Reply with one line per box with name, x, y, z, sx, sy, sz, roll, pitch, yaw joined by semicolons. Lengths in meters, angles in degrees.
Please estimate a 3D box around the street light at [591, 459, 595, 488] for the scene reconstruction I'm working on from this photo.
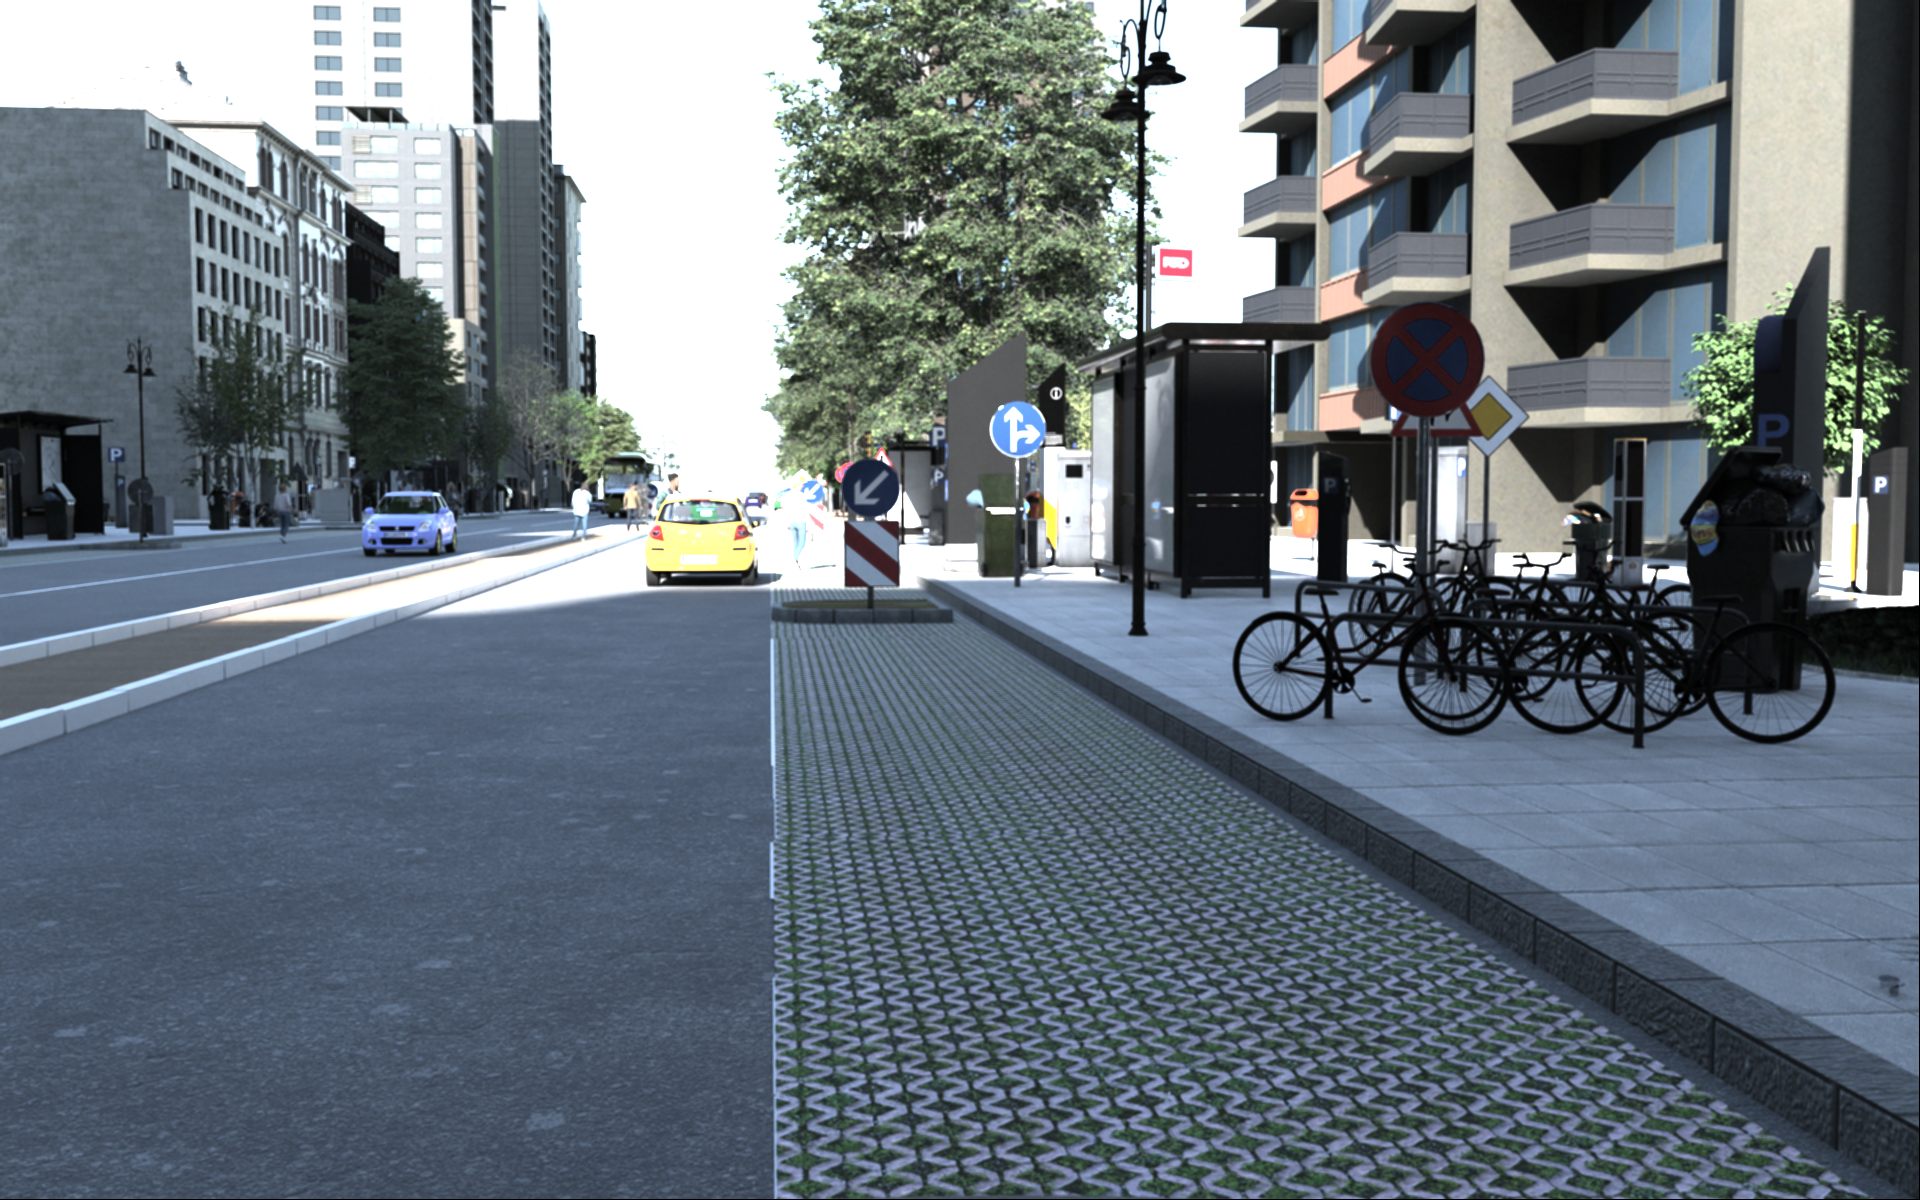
street light;-38.572;-12.821;182.405;0.468;5.910;1.993;0;4;-6

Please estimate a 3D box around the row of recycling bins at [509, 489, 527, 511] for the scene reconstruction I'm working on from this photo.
row of recycling bins;-35.879;-7.853;135.512;3.534;1.692;1.069;1;4;20

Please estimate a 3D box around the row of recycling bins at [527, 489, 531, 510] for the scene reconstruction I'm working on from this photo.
row of recycling bins;-35.831;-8.059;138.870;1.069;1.692;3.534;2;4;29

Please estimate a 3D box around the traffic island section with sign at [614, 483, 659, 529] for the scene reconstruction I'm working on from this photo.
traffic island section with sign;-13.145;-3.854;71.145;2.006;1.907;1.989;0;4;-6

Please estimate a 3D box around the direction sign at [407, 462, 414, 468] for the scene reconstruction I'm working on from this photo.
direction sign;-38.621;-7.895;121.085;0.876;3.537;0.379;-1;4;-12

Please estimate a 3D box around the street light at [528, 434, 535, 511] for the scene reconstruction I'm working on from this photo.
street light;-33.202;-9.866;134.094;0.468;5.910;1.993;0;4;-6

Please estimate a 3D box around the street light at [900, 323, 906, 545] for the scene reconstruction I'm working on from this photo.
street light;-1.445;-4.323;43.470;0.468;5.910;1.993;0;4;-6

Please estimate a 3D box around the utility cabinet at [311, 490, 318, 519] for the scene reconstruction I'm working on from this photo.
utility cabinet;-32.641;-4.835;87.731;0.318;1.500;1.173;-2;4;-29

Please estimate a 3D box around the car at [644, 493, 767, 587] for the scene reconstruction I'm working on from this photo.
car;-4.173;-1.107;28.329;2.015;1.641;3.980;0;4;-6

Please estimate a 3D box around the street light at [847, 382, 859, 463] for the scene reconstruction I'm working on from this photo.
street light;-4.430;-6.030;71.375;0.468;5.910;1.993;0;4;-6

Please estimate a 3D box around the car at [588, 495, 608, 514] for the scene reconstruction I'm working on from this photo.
car;-26.146;-6.824;124.145;1.945;1.354;3.894;0;4;-4

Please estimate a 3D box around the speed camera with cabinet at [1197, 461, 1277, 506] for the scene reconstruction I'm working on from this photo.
speed camera with cabinet;7.353;-3.159;45.983;2.038;3.252;0.660;-1;4;-14

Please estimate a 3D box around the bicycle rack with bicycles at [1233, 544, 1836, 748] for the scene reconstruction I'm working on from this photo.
bicycle rack with bicycles;3.383;0.221;9.772;2.925;0.926;2.852;3;5;42

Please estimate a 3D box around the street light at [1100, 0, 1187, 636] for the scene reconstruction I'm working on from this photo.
street light;1.621;-2.617;15.574;0.468;5.910;1.993;0;4;-6

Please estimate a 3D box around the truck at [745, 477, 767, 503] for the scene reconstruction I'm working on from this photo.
truck;-30.868;-16.638;261.793;2.967;4.110;18.799;0;4;-4

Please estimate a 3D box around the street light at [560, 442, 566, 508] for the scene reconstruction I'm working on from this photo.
street light;-35.427;-11.112;154.476;0.468;5.910;1.993;0;4;-6

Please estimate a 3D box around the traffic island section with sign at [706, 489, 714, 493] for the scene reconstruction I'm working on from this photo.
traffic island section with sign;-22.121;-8.873;153.203;2.006;1.907;1.989;0;4;-6

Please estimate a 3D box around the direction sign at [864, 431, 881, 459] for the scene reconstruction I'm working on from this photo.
direction sign;-3.105;-4.304;62.367;0.876;3.537;0.379;-3;5;-44

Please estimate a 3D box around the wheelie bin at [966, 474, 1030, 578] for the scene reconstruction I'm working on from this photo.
wheelie bin;0.563;-1.155;26.789;0.980;1.594;0.693;-1;4;-15

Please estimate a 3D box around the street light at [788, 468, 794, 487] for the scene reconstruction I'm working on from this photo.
street light;-27.714;-19.033;283.969;0.468;5.910;1.993;0;4;-6

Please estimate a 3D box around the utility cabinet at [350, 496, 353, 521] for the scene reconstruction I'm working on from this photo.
utility cabinet;-29.030;-4.348;82.250;0.306;1.237;1.020;-1;4;-15

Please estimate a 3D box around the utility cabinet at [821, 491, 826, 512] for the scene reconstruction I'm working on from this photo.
utility cabinet;-9.625;-6.931;122.005;0.318;1.500;1.173;-1;4;-9

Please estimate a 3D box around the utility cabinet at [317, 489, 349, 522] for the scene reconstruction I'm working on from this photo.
utility cabinet;-28.312;-4.262;78.363;1.173;1.500;0.318;-1;4;-17

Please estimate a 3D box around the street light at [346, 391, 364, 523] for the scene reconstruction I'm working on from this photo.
street light;-27.069;-6.409;77.576;0.468;5.910;1.993;0;4;-6

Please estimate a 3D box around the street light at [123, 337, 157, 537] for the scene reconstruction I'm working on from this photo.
street light;-24.139;-4.790;51.111;0.468;5.910;1.993;0;4;-6

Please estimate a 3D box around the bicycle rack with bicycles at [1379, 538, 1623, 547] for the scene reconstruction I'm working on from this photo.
bicycle rack with bicycles;3.871;0.002;13.342;2.852;0.926;2.925;-1;4;-21

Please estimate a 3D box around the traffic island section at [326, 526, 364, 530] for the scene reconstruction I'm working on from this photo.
traffic island section;-24.131;-2.901;69.712;2.009;0.180;2.903;0;4;-6

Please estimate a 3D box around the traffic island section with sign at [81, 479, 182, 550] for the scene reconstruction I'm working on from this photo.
traffic island section with sign;-21.441;-2.225;45.001;1.989;1.847;2.006;0;4;-6

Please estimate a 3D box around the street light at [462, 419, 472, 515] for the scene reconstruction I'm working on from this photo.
street light;-30.255;-8.159;106.185;0.468;5.910;1.993;0;4;-6

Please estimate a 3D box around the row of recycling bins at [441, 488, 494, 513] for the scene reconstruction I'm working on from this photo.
row of recycling bins;-32.884;-6.639;115.658;3.534;1.692;1.069;-3;4;-38

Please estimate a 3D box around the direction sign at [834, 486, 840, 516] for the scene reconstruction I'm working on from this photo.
direction sign;-7.303;-6.776;102.776;0.379;3.537;0.876;1;4;17

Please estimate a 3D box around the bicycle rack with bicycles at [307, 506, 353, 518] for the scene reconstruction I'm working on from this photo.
bicycle rack with bicycles;-34.408;-4.981;94.821;2.925;0.926;2.852;-1;4;-23

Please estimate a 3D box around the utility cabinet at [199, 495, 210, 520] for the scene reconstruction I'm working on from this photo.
utility cabinet;-37.652;-4.612;86.563;1.020;1.237;0.306;3;5;45

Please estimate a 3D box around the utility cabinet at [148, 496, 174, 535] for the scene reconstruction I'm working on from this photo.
utility cabinet;-25.009;-2.633;54.209;1.020;1.237;0.306;3;4;37

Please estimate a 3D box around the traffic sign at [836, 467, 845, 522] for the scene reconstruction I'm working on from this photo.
traffic sign;-5.288;-4.828;79.038;0.768;2.556;0.104;0;4;-2

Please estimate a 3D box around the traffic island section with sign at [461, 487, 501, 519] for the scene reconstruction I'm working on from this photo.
traffic island section with sign;-27.326;-5.519;98.864;1.989;1.847;2.006;0;4;-6

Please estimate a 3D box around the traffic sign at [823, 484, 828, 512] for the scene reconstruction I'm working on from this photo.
traffic sign;-9.453;-7.519;122.945;0.884;2.594;0.081;0;4;-2

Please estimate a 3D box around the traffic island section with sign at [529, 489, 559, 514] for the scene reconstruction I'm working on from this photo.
traffic island section with sign;-30.338;-7.199;126.325;1.989;1.847;2.006;0;4;-6

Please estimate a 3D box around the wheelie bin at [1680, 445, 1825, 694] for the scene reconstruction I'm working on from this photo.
wheelie bin;5.226;-0.213;11.397;0.980;1.594;0.693;-3;4;-38

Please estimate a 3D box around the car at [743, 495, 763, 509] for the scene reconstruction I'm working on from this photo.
car;-20.107;-9.514;168.129;1.945;1.354;3.894;0;4;-8

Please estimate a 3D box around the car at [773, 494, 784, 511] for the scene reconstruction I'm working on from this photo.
car;-14.552;-8.246;143.614;1.959;1.807;4.718;0;4;-5

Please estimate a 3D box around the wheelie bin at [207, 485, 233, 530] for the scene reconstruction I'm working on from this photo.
wheelie bin;-26.472;-3.308;62.000;0.693;1.594;0.980;0;4;0

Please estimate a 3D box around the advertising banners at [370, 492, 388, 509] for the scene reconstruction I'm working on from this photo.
advertising banners;-40.945;-7.775;123.314;2.074;3.025;0.090;-3;4;-38

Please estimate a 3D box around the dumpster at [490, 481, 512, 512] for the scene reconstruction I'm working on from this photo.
dumpster;-33.549;-7.573;126.304;1.502;2.255;1.985;0;4;-6

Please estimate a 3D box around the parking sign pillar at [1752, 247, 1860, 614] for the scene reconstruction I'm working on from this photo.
parking sign pillar;8.899;-1.842;18.588;1.447;3.967;1.447;3;5;39

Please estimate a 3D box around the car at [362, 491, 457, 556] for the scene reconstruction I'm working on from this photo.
car;-13.068;-1.932;41.185;1.945;1.707;3.694;0;4;-8

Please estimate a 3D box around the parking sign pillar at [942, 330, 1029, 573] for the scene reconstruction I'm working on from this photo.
parking sign pillar;0.416;-2.452;28.555;1.447;3.967;1.447;0;4;-7

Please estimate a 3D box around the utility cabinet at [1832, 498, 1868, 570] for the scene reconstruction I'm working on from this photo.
utility cabinet;15.317;-1.121;29.488;0.306;1.237;1.020;-1;4;-9

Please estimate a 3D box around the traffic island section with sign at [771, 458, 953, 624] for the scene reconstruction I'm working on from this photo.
traffic island section with sign;-1.174;-0.693;19.952;1.989;1.847;2.006;0;4;-6

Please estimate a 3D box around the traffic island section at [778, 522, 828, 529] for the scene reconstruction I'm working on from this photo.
traffic island section;-6.494;-3.018;71.629;2.009;0.180;2.903;0;4;-6

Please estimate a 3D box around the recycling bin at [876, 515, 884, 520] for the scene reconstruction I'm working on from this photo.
recycling bin;-4.160;-4.512;86.329;0.722;1.027;0.722;-1;4;-12

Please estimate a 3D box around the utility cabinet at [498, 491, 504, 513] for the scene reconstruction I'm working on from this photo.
utility cabinet;-31.302;-6.691;118.083;0.318;1.500;1.173;-1;4;-13

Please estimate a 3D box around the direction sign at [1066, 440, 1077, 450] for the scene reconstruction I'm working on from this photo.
direction sign;4.509;-4.952;72.968;0.876;3.537;0.379;-1;4;-14

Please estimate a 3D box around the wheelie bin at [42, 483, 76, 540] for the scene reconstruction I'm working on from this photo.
wheelie bin;-25.099;-2.466;48.226;0.693;1.594;0.980;0;4;-5

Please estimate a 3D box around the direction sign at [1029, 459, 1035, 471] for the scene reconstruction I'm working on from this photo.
direction sign;4.370;-7.193;109.600;0.876;3.537;0.379;2;4;35

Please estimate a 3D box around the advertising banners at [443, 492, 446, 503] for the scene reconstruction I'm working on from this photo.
advertising banners;-31.774;-6.783;107.097;0.090;3.025;2.074;-1;4;-9
